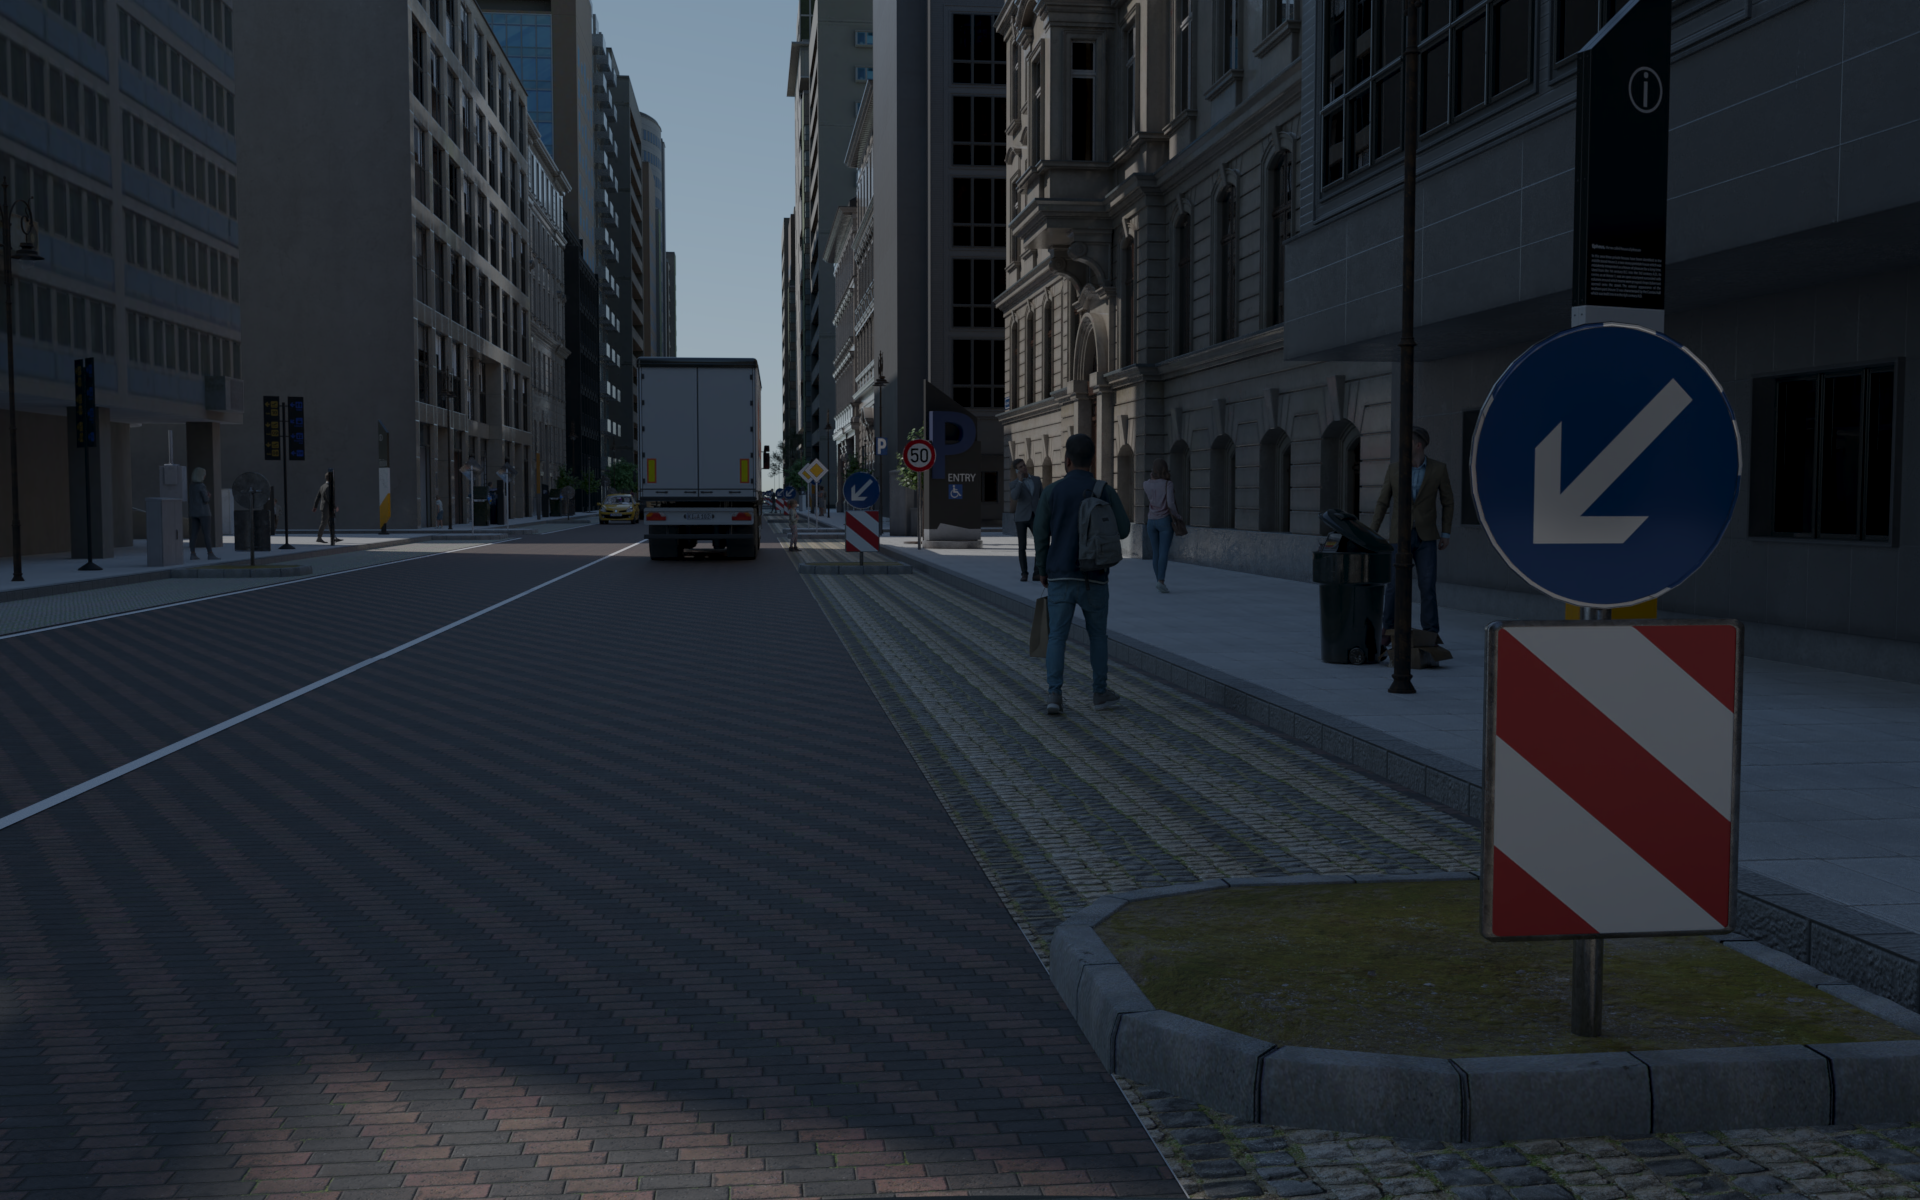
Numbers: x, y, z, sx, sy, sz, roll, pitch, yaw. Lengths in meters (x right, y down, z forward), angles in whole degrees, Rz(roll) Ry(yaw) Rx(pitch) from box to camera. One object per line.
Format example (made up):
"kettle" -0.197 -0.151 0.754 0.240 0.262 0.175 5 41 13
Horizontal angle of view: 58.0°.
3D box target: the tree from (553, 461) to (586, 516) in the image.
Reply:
"tree" -23.218 -6.536 101.470 1.663 3.219 1.824 0 3 0

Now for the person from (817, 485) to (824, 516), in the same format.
"person" -8.050 -5.694 99.504 0.532 1.782 0.716 0 3 0

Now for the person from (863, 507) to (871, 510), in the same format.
"person" -3.513 -3.558 64.234 0.581 1.822 0.654 -3 4 -39

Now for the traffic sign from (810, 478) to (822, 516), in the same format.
"traffic sign" -8.488 -6.237 102.075 0.768 2.556 0.104 0 4 1

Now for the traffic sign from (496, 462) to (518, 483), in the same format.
"traffic sign" -16.399 -3.701 62.695 0.795 2.593 0.064 0 4 -7

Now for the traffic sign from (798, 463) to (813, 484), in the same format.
"traffic sign" -5.581 -3.779 63.983 0.795 2.593 0.064 0 4 -7

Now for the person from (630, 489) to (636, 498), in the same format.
"person" -30.913 -9.551 162.889 1.217 1.739 0.721 3 4 37

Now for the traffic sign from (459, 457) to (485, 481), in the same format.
"traffic sign" -15.436 -3.216 54.768 0.795 2.593 0.064 0 4 -7

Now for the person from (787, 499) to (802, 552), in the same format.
"person" -4.104 -1.845 42.940 0.394 1.301 0.425 -1 4 -19

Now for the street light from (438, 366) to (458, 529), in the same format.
"street light" -18.482 -5.494 62.621 0.468 5.910 1.993 0 4 -7

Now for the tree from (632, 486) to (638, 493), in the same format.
"tree" -31.905 -10.850 171.993 1.663 3.219 1.824 0 3 0

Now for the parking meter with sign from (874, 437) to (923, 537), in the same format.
"parking meter with sign" -1.781 -3.457 52.789 1.738 3.016 0.543 3 4 37

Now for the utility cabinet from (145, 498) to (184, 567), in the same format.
"utility cabinet" -14.254 -1.217 31.066 0.306 1.237 1.020 0 4 -5

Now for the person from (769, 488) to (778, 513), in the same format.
"person" -14.029 -7.435 129.838 0.755 1.850 0.659 -2 4 -34

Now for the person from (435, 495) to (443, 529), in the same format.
"person" -19.406 -3.288 64.481 0.352 1.250 0.332 3 5 44

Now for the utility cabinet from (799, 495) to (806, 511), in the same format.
"utility cabinet" -11.659 -7.146 127.999 0.306 1.237 1.020 1 4 9

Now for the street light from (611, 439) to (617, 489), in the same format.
"street light" -27.666 -10.144 138.639 0.468 5.910 1.993 0 4 -7

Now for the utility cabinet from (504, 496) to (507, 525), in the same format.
"utility cabinet" -19.224 -3.772 72.832 0.306 1.237 1.020 0 4 -7

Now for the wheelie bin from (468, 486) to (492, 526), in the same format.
"wheelie bin" -19.240 -3.766 69.478 0.980 1.594 0.693 0 4 -3

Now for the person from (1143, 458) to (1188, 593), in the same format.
"person" 2.628 -0.977 22.608 0.593 1.750 0.643 3 4 37

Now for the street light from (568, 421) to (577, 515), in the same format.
"street light" -23.908 -8.218 107.146 0.468 5.910 1.993 0 4 -7

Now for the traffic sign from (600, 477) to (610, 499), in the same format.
"traffic sign" -25.746 -7.675 125.598 0.768 2.556 0.104 0 4 0

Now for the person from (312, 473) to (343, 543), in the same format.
"person" -16.488 -2.414 45.291 0.755 1.850 0.659 -2 4 -34

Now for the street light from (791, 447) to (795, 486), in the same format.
"street light" -16.338 -12.013 169.197 0.468 5.910 1.993 0 4 -7

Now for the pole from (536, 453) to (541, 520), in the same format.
"pole" -21.030 -5.659 86.375 0.158 3.312 0.155 0 3 0

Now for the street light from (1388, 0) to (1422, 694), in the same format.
"street light" 2.858 -2.338 11.020 0.468 5.910 1.993 0 4 -7

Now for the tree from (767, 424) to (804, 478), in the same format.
"tree" -21.330 -17.577 221.801 7.601 10.594 8.767 2 4 31

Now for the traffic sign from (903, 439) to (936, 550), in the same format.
"traffic sign" -0.936 -2.434 39.906 0.768 2.556 0.104 0 4 -1

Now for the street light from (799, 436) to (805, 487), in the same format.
"street light" -12.639 -10.122 138.285 0.468 5.910 1.993 0 4 -7

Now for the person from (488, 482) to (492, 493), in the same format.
"person" -20.847 -4.311 76.625 0.850 1.850 0.679 -1 4 -11

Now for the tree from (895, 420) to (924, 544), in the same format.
"tree" -0.829 -3.069 44.773 1.663 3.219 1.824 0 3 0

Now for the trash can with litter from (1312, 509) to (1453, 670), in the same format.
"trash can with litter" 3.194 -0.102 13.058 1.055 1.170 0.624 3 5 39

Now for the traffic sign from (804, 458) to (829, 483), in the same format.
"traffic sign" -4.619 -3.295 56.056 0.795 2.593 0.064 0 4 -7

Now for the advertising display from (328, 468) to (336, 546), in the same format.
"advertising display" -15.698 -2.329 43.301 0.123 1.923 0.974 -1 4 -18

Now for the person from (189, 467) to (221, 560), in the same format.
"person" -14.816 -1.690 33.857 0.537 1.800 0.526 3 5 43

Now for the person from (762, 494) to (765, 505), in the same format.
"person" -25.693 -13.206 225.148 0.721 1.736 1.217 2 4 29

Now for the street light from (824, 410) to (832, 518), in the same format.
"street light" -7.121 -7.395 93.700 0.468 5.910 1.993 0 4 -7

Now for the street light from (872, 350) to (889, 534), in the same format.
"street light" -2.558 -5.084 55.908 0.468 5.910 1.993 0 4 -7

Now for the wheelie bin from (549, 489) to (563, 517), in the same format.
"wheelie bin" -22.919 -5.521 98.178 0.980 1.594 0.693 0 4 6

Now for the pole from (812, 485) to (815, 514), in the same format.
"pole" -9.535 -7.252 112.421 0.158 3.312 0.155 0 3 0

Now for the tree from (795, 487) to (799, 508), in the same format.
"tree" -14.866 -10.129 160.211 1.663 3.219 1.824 0 3 0

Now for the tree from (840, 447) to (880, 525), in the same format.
"tree" -4.327 -4.696 71.389 1.663 3.219 1.824 0 3 0

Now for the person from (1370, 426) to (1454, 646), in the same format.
"person" 3.706 -0.511 14.307 0.656 1.842 0.836 -1 4 -15

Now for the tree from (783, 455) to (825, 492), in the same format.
"tree" -13.051 -9.888 145.374 4.285 4.588 4.351 0 3 0

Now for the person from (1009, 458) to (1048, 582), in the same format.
"person" 1.020 -1.175 25.438 0.592 1.802 0.473 0 4 -2

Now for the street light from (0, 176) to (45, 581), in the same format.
"street light" -13.872 -3.213 25.325 0.468 5.910 1.993 0 4 -7

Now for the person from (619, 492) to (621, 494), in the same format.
"person" -28.665 -8.359 145.941 0.991 1.433 0.599 1 4 19

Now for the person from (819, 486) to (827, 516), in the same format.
"person" -7.976 -5.752 100.642 0.519 1.759 0.362 0 4 1

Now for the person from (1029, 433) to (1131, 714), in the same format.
"person" 0.728 -0.172 11.295 0.794 1.824 0.713 2 4 26

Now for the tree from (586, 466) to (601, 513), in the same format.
"tree" -25.463 -7.637 119.460 1.663 3.219 1.824 0 3 0

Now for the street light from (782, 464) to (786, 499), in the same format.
"street light" -21.701 -14.747 213.896 0.468 5.910 1.993 0 4 -7

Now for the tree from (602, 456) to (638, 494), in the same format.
"tree" -29.125 -10.134 149.405 4.285 4.588 4.351 0 3 0

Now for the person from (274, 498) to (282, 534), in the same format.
"person" -23.153 -2.800 58.559 0.475 1.303 0.640 -3 5 -39
